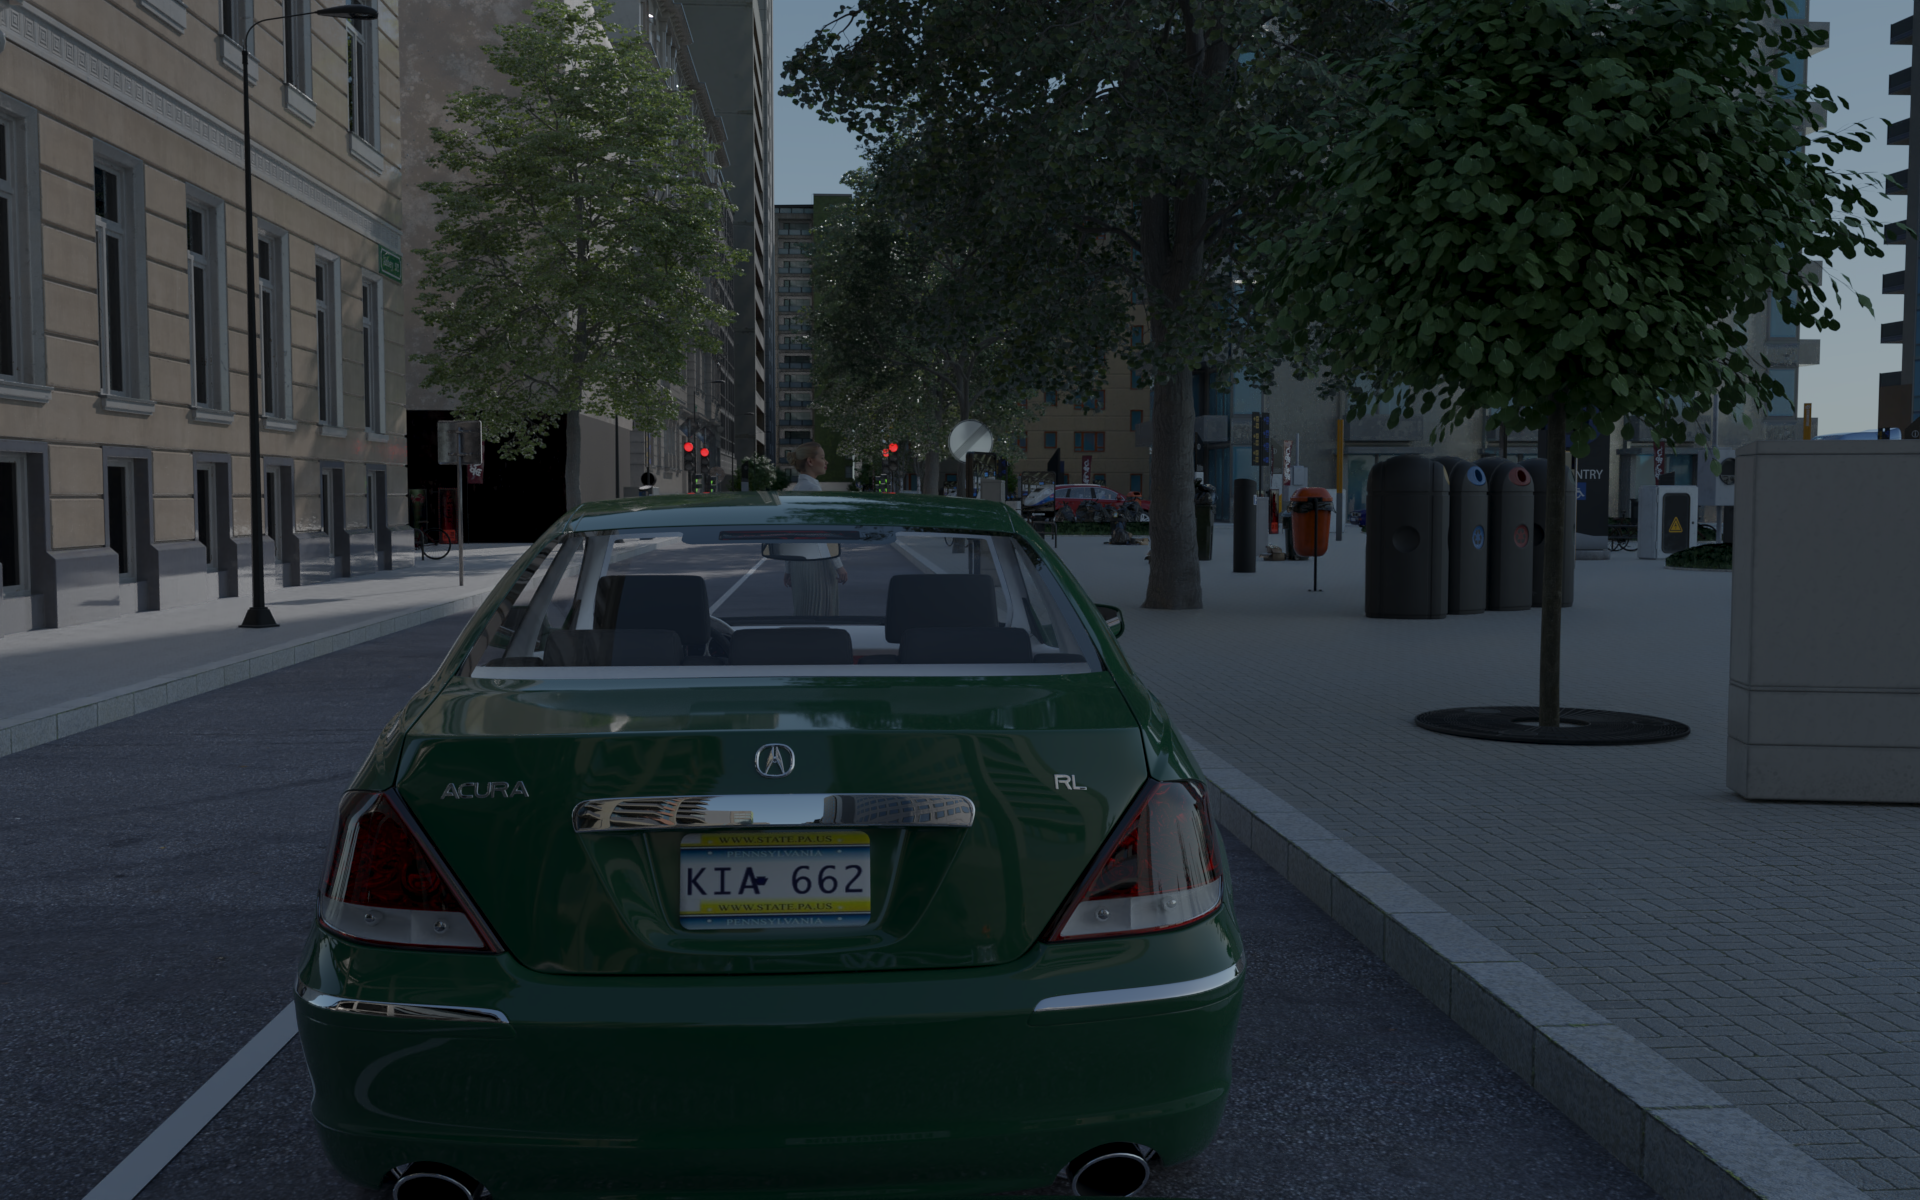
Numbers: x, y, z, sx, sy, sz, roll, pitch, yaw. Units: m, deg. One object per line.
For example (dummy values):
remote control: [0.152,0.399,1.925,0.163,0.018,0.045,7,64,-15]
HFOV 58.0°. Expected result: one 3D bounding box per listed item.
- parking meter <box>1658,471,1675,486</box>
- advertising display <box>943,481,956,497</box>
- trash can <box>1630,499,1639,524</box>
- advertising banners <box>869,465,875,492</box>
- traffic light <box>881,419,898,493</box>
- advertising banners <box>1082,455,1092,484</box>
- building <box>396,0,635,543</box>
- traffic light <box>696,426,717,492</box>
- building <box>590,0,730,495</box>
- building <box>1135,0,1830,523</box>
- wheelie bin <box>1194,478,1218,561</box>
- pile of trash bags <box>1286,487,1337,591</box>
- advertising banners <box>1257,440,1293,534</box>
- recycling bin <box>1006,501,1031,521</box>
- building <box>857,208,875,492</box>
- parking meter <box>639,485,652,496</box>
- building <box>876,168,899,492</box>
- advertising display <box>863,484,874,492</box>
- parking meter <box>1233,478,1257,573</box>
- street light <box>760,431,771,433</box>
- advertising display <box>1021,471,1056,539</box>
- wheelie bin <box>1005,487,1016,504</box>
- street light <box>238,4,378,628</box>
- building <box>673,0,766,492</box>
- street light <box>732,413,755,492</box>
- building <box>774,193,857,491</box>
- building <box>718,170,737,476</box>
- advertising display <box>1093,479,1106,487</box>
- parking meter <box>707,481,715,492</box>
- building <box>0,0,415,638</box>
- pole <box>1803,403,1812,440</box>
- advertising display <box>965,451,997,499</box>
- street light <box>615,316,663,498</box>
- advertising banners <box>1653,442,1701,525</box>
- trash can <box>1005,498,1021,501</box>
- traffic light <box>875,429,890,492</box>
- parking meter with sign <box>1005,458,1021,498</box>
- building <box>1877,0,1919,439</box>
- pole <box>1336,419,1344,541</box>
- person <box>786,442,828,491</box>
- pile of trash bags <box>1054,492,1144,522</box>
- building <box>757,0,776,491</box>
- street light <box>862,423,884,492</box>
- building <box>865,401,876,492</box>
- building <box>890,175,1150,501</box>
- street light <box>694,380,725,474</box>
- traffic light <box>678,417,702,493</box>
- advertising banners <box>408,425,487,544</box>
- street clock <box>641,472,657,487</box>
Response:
parking meter: [18.182,-2.381,44.647,0.399,1.863,0.255,1,4,11]
advertising display: [-0.324,-4.867,84.793,0.974,1.923,0.123,0,4,7]
trash can: [21.682,-2.661,55.158,0.748,1.137,0.748,0,3,0]
advertising banners: [-5.312,-6.526,102.887,0.090,3.025,2.074,-1,4,-16]
traffic light: [-2.473,-4.563,63.521,0.839,4.253,0.868,0,4,-4]
advertising banners: [5.086,-5.034,78.490,2.074,3.025,0.090,2,4,35]
building: [-19.108,-11.309,52.353,16.811,18.784,16.820,0,4,-4]
traffic light: [-10.408,-5.015,70.922,0.839,4.253,0.868,0,4,-4]
building: [-21.513,-19.451,105.416,14.401,28.519,23.554,0,4,-4]
building: [23.813,-28.444,84.665,30.456,49.044,23.786,0,4,-4]
wheelie bin: [4.625,-1.571,33.589,0.693,1.594,0.980,1,4,15]
pile of trash bags: [6.082,-0.818,23.119,3.447,1.369,1.912,0,4,-3]
advertising banners: [10.033,-3.622,55.407,2.074,3.025,0.090,-3,5,-43]
recycling bin: [2.112,-3.025,62.007,0.722,1.027,0.722,-2,4,-34]
building: [-7.595,-33.935,238.430,14.086,41.232,14.154,0,4,-4]
parking meter: [-8.818,-2.459,48.618,0.372,1.533,0.369,0,3,0]
building: [-0.646,-23.487,155.721,14.160,30.474,14.107,0,4,-4]
advertising display: [-5.864,-6.458,110.803,0.123,1.923,0.974,3,4,37]
parking meter: [4.659,-1.218,28.325,0.372,1.533,0.369,0,3,0]
street light: [-14.588,-9.479,127.529,1.470,5.913,1.316,0,4,-4]
advertising display: [2.206,-2.672,48.902,0.974,1.923,0.123,0,4,-6]
wheelie bin: [2.862,-5.629,99.942,0.980,1.594,0.693,3,5,45]
street light: [-6.223,-2.693,16.566,1.470,5.913,1.316,0,4,-4]
building: [-28.672,-32.501,155.088,21.300,48.544,21.600,0,4,-4]
street light: [-12.470,-7.740,99.095,1.470,5.913,1.316,0,4,-4]
building: [-21.652,-33.880,237.526,14.086,41.232,14.154,0,4,-4]
building: [-24.535,-20.544,129.408,14.314,27.812,24.014,0,4,-4]
advertising display: [6.184,-4.390,76.988,0.123,1.923,0.974,2,4,34]
parking meter: [-10.647,-4.166,73.824,0.399,1.863,0.255,-2,4,-30]
building: [-15.146,-14.299,19.694,13.634,28.700,20.117,0,4,-4]
pole: [18.974,-2.753,38.861,0.158,3.312,0.155,0,3,0]
advertising display: [0.327,-1.300,26.469,0.123,1.923,0.974,1,4,23]
street light: [-8.410,-4.444,45.195,1.470,5.913,1.316,0,4,-4]
advertising banners: [23.514,-3.713,56.889,0.090,3.025,2.074,-1,4,-22]
trash can: [2.191,-3.654,71.391,0.748,1.137,0.748,0,3,0]
traffic light: [-3.068,-5.050,71.484,0.839,4.253,0.868,0,4,-4]
parking meter with sign: [2.790,-4.693,72.997,1.738,3.016,0.543,0,4,5]
building: [54.503,-26.358,81.061,14.200,45.320,14.600,0,4,-4]
pole: [10.396,-3.277,47.418,0.158,3.312,0.155,0,3,0]
person: [-1.102,-0.211,12.171,0.641,1.798,0.478,-1,4,-11]
pile of trash bags: [5.142,-3.223,62.443,3.447,1.369,1.912,-2,4,-32]
building: [-32.909,-47.077,207.964,20.611,71.187,20.563,0,4,-4]
street light: [-4.518,-7.140,89.278,1.470,5.913,1.316,0,4,-4]
building: [4.601,-20.397,178.531,27.650,21.520,28.899,0,4,-4]
building: [9.470,-16.653,117.311,27.650,21.520,28.899,0,4,-4]
street light: [-10.292,-6.011,70.821,1.470,5.913,1.316,0,4,-4]
traffic light: [-9.813,-4.528,62.959,0.839,4.253,0.868,0,4,-4]
advertising banners: [-13.076,-2.931,44.117,2.074,3.025,0.090,0,4,-5]
street clock: [-10.195,-3.193,56.777,0.471,2.002,0.358,1,4,8]
